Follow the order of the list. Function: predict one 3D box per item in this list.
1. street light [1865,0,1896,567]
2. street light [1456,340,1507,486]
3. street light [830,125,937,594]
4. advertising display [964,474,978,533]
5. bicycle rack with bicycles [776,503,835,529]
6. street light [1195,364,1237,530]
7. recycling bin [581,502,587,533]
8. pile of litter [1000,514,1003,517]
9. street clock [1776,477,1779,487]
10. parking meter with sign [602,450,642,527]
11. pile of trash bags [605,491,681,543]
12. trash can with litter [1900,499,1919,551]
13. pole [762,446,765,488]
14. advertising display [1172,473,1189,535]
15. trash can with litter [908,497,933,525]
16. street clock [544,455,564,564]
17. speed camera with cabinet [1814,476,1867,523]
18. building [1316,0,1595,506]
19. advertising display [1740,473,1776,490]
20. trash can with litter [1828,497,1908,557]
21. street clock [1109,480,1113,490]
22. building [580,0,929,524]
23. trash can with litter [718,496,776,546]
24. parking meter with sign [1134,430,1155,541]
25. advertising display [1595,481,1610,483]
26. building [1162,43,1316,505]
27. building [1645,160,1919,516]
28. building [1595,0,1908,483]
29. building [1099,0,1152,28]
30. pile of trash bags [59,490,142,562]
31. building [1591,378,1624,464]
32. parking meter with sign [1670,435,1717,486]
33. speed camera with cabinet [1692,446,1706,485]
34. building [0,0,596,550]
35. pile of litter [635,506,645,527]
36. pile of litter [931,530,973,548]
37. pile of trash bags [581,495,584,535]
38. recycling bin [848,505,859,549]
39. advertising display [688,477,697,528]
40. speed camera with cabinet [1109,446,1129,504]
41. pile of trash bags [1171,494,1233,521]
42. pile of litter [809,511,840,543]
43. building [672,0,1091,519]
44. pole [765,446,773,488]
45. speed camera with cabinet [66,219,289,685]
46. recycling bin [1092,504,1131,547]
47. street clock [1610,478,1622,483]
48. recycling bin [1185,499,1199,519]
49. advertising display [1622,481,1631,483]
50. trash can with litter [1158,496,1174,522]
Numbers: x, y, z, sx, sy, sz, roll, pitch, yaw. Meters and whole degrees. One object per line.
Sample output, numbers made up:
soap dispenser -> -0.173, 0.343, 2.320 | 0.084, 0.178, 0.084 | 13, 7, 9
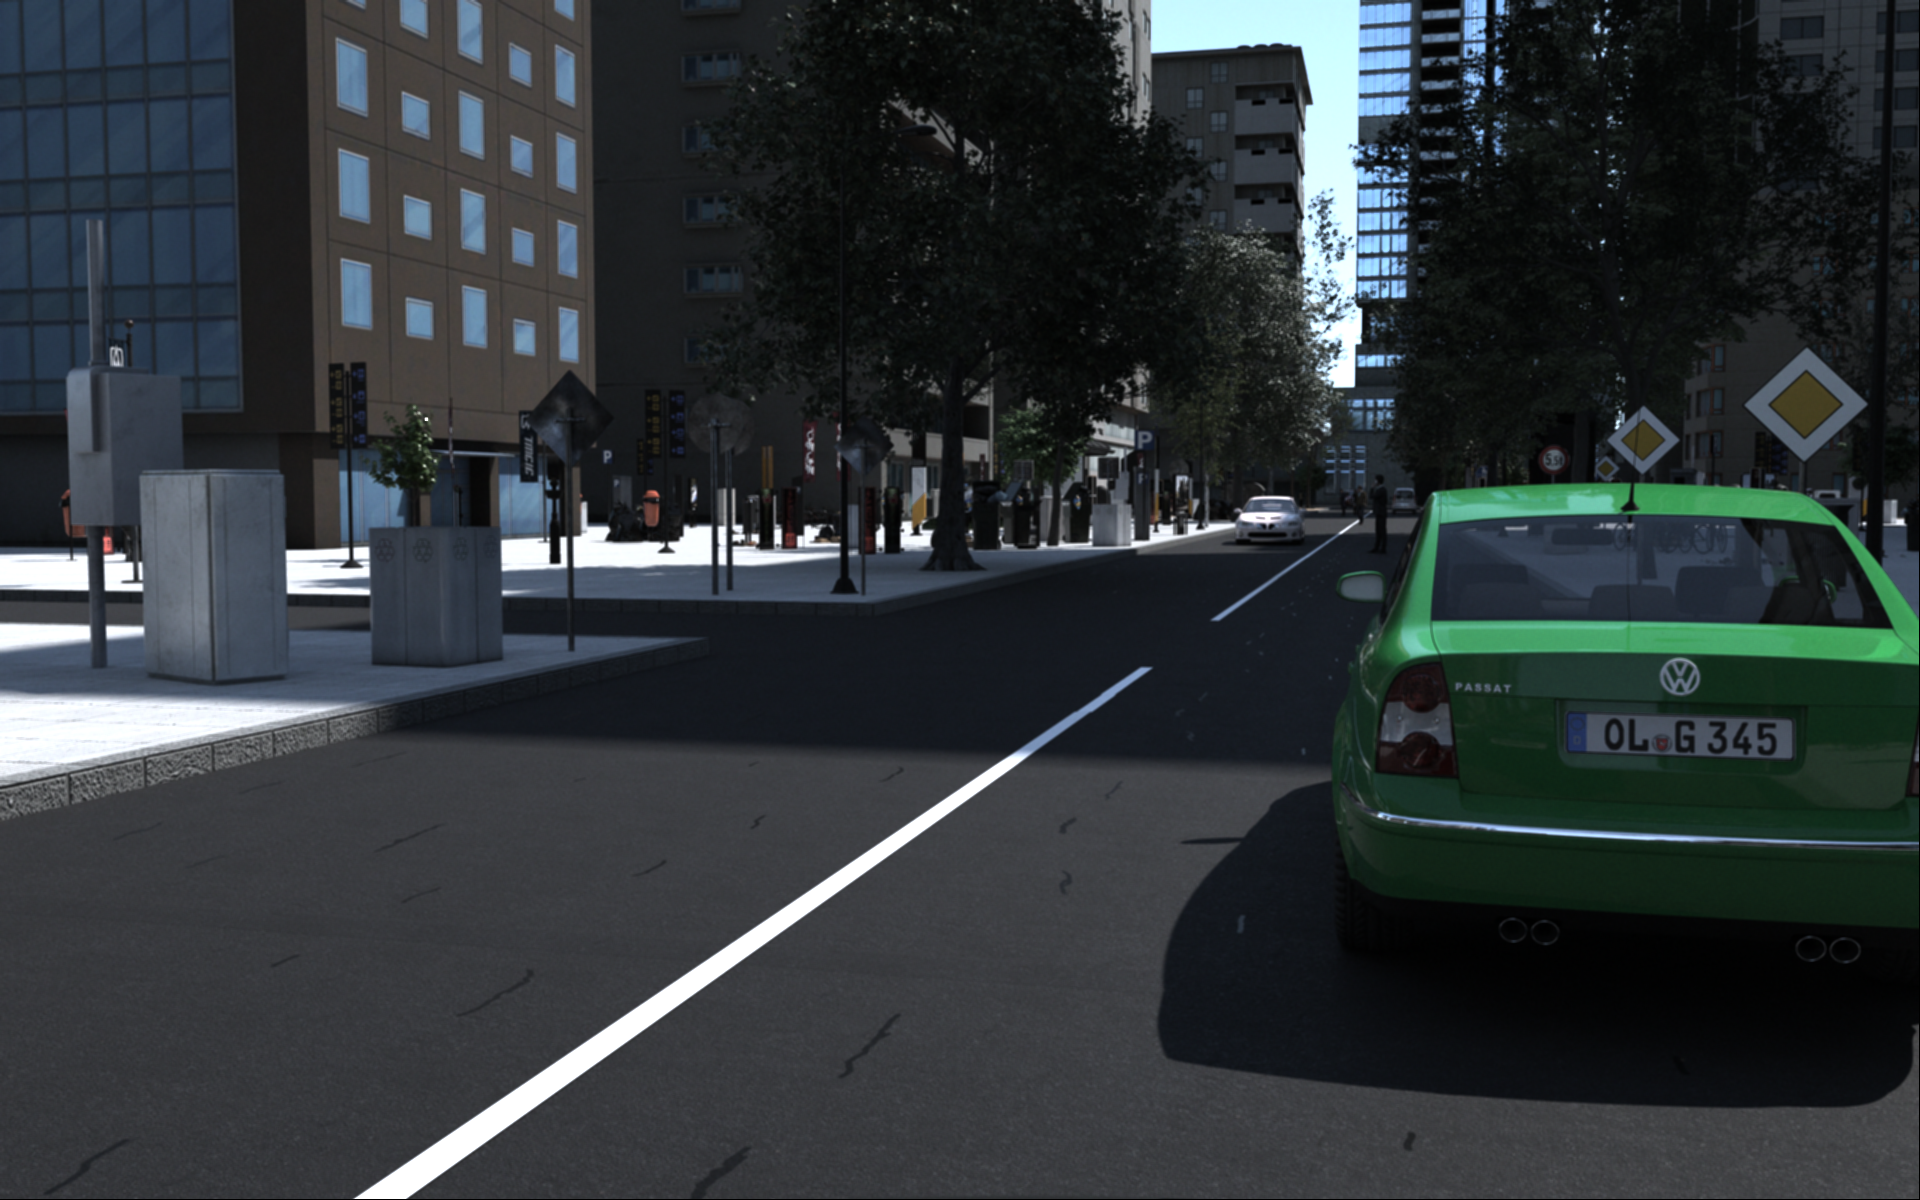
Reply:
street light -> 5.691, -2.400, 11.788 | 1.470, 5.913, 1.316 | 1, 4, 14
street light -> 15.758, -4.853, 51.892 | 1.470, 5.913, 1.316 | 1, 4, 14
street light -> -0.971, -3.029, 22.071 | 1.470, 5.913, 1.316 | 1, 4, 14
advertising display -> 0.108, -3.131, 56.399 | 0.974, 1.923, 0.123 | -1, 4, -9
bicycle rack with bicycles -> -6.385, -3.429, 69.440 | 2.925, 0.926, 2.852 | 0, 4, -4
street light -> 9.212, -5.487, 62.247 | 1.470, 5.913, 1.316 | 1, 4, 14
recycling bin -> -12.779, -2.723, 57.076 | 0.722, 1.027, 0.722 | 2, 4, 24
pile of litter -> 2.153, -4.325, 84.685 | 1.719, 0.858, 1.176 | -1, 4, -14
street clock -> 33.088, -4.041, 70.635 | 0.358, 2.002, 0.471 | -3, 4, -36
parking meter with sign -> -13.420, -4.449, 68.999 | 0.543, 3.016, 1.738 | 2, 4, 32
pile of trash bags -> -8.412, -2.239, 46.363 | 1.912, 1.369, 3.447 | -1, 4, -17
trash can with litter -> 21.748, -1.680, 38.863 | 1.055, 1.170, 0.624 | 0, 4, 4
pole -> -8.360, -4.900, 73.956 | 0.158, 3.312, 0.155 | 0, 3, 0
advertising display -> 6.925, -3.006, 54.359 | 0.123, 1.923, 0.974 | 2, 4, 33
trash can with litter -> -1.011, -3.756, 72.461 | 2.233, 1.210, 1.678 | 0, 4, 4
street clock -> -7.454, -1.668, 31.840 | 0.358, 2.002, 0.471 | -1, 4, -9
speed camera with cabinet -> 38.933, -5.029, 76.563 | 2.038, 3.252, 0.660 | 1, 4, 18
building -> 56.735, -53.918, 194.238 | 31.000, 86.520, 22.319 | 1, 4, 14
advertising display -> 24.042, -2.875, 52.217 | 0.974, 1.923, 0.123 | 1, 4, 11
trash can with litter -> 18.335, -1.514, 35.806 | 1.678, 1.210, 2.233 | -3, 5, -42
street clock -> 7.669, -5.120, 88.274 | 0.358, 2.002, 0.471 | 2, 4, 26
building -> -11.105, -28.213, 84.988 | 21.300, 48.544, 21.600 | 1, 4, 14
trash can with litter -> -5.249, -1.966, 43.207 | 1.678, 1.210, 2.233 | -1, 4, -17
parking meter with sign -> 5.072, -3.169, 48.066 | 0.543, 3.016, 1.738 | 0, 4, 3
advertising display -> 31.812, -4.950, 86.139 | 0.974, 1.923, 0.123 | 0, 4, 1
building -> 29.330, -37.734, 206.191 | 27.495, 52.752, 28.713 | 1, 4, 14
building -> 60.630, -16.304, 111.604 | 27.650, 21.520, 28.899 | 1, 4, 14
building -> 62.373, -42.644, 135.473 | 20.563, 71.187, 20.611 | 1, 4, 14
building -> 1.404, -34.117, 147.046 | 27.495, 52.752, 28.713 | 1, 4, 14
pile of trash bags -> -15.707, -1.453, 33.501 | 3.447, 1.369, 1.912 | 0, 4, 3
building -> 86.951, -53.494, 187.294 | 31.000, 86.520, 22.319 | 1, 4, 14
parking meter with sign -> 21.589, -3.392, 51.715 | 1.738, 3.016, 0.543 | 2, 4, 33
speed camera with cabinet -> 29.918, -4.651, 70.379 | 0.660, 3.252, 2.038 | 2, 4, 27
building -> -19.536, -24.245, 46.510 | 14.600, 45.320, 14.200 | 1, 4, 14
pile of litter -> -11.419, -3.032, 63.541 | 1.176, 0.858, 1.719 | 1, 4, 18
pile of litter -> -0.087, -1.701, 41.775 | 1.176, 0.858, 1.719 | 2, 4, 34
pile of trash bags -> -13.233, -2.757, 54.833 | 3.447, 1.369, 1.912 | 2, 4, 33
recycling bin -> -2.405, -1.728, 40.811 | 0.722, 1.027, 0.722 | 0, 4, 5
advertising display -> -10.201, -3.724, 66.102 | 0.123, 1.923, 0.974 | 0, 4, 5
speed camera with cabinet -> 6.602, -4.772, 72.350 | 0.660, 3.252, 2.038 | 0, 4, -4
pile of trash bags -> 11.860, -4.540, 83.986 | 3.447, 1.369, 1.912 | -1, 4, -9
pile of litter -> -3.100, -1.945, 45.772 | 1.719, 0.858, 1.176 | 0, 4, 3
building -> -3.919, -29.785, 110.683 | 21.300, 48.544, 21.600 | 1, 4, 14
pole -> -7.999, -4.850, 73.138 | 0.158, 3.312, 0.155 | 0, 3, 0
speed camera with cabinet -> -5.595, -1.100, 12.318 | 2.038, 3.252, 0.660 | 3, 4, 38
recycling bin -> 3.732, -1.836, 42.568 | 0.722, 1.027, 0.722 | 3, 4, 38
street clock -> 29.777, -4.529, 78.616 | 0.471, 2.002, 0.358 | 3, 4, 38
recycling bin -> 12.052, -4.760, 90.384 | 0.722, 1.027, 0.722 | 3, 5, 41
advertising display -> 33.857, -5.082, 88.297 | 0.974, 1.923, 0.123 | 0, 4, 1
trash can with litter -> 9.748, -4.231, 80.226 | 1.678, 1.210, 2.233 | 2, 4, 33
